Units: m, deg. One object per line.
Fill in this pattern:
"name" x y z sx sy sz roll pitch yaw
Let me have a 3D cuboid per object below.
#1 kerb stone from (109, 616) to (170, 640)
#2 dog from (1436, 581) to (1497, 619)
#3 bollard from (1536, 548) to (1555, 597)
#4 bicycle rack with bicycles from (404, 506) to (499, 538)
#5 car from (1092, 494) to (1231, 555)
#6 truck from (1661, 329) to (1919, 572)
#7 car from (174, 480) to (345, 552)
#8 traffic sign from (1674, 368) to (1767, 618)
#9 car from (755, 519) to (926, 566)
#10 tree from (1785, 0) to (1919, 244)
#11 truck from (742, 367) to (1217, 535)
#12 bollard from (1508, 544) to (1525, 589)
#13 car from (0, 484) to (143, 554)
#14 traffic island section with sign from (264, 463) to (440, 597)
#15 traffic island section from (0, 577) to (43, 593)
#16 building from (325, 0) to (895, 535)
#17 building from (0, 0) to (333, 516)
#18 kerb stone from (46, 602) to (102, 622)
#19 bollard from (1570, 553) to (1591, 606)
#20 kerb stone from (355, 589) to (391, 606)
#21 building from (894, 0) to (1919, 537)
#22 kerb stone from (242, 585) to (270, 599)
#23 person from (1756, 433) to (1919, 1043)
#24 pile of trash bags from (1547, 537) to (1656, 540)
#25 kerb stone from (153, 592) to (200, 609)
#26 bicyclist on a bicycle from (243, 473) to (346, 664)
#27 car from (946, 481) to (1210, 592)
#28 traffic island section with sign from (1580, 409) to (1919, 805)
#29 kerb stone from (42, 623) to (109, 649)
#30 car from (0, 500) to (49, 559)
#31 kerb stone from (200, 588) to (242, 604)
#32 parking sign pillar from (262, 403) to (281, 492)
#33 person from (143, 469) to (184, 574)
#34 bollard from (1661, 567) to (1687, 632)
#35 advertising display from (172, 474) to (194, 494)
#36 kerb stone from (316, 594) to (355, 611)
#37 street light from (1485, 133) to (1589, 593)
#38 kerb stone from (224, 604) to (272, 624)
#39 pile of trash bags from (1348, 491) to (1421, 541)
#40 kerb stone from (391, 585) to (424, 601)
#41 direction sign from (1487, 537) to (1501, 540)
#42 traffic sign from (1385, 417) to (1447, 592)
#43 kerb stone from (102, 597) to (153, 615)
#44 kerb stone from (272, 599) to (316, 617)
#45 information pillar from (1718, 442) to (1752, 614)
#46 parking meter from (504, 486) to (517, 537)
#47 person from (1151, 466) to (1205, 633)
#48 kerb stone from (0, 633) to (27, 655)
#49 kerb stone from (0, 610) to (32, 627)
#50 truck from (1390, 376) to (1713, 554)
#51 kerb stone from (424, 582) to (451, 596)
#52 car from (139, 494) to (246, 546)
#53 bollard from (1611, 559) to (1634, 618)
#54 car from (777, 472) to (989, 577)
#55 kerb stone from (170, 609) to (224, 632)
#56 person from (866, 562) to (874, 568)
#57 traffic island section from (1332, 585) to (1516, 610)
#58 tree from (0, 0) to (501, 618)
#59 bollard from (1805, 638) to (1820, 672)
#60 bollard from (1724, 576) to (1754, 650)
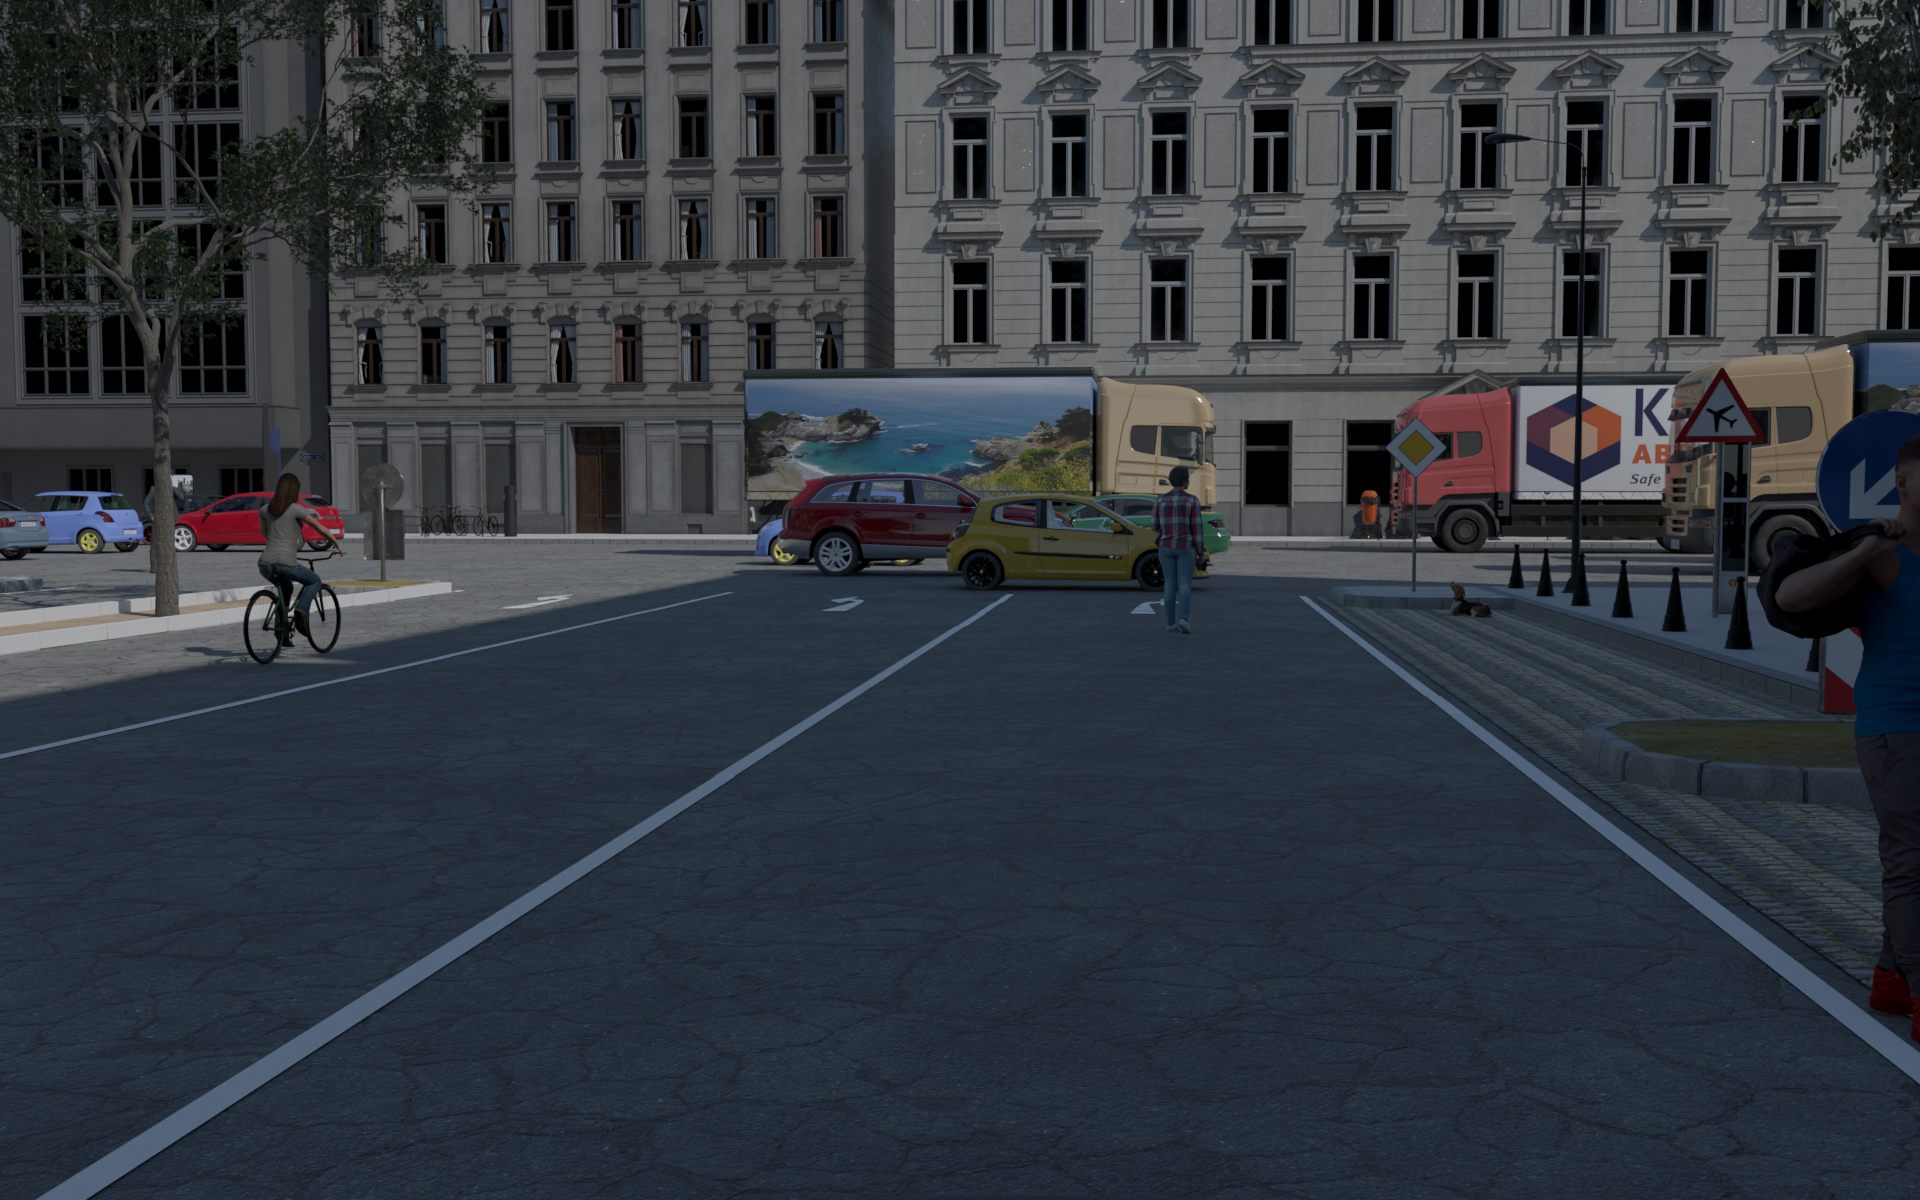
"kerb stone" -8.354 0.287 17.497 0.120 0.150 1.000 0 4 7
"dog" 5.886 0.006 20.101 0.550 0.427 0.748 0 4 -4
"bollard" 7.346 -0.347 21.722 0.229 0.601 0.229 0 3 0
"bicycle rack with bicycles" -15.601 -2.393 52.505 2.852 0.926 2.925 -3 4 -36
"car" 3.001 -1.424 35.082 4.920 1.459 2.131 0 4 5
"truck" 17.812 -2.544 30.511 11.283 4.237 2.839 0 4 7
"car" -17.690 -2.086 43.154 4.494 1.783 2.155 0 4 6
"traffic sign" 7.839 -1.095 17.905 0.884 2.594 0.081 1 4 12
"car" -2.311 -1.568 35.228 3.694 1.707 1.945 0 4 8
"tree" 9.017 -3.958 15.072 4.360 8.622 3.978 0 3 0
"truck" 0.832 -3.098 39.558 11.283 4.237 2.839 0 4 7
"bollard" 7.574 -0.460 23.564 0.229 0.601 0.229 0 3 0
"car" -21.958 -1.995 42.205 3.694 1.707 1.945 0 4 5
"traffic island section with sign" -8.524 -1.017 24.764 2.006 1.907 1.989 0 4 7
"traffic island section" -14.904 -0.184 25.293 2.009 0.180 2.903 0 4 7
"building" -11.070 -12.856 59.339 18.267 20.994 9.793 0 4 7
"building" -31.931 -16.495 63.196 24.014 27.812 14.314 0 4 7
"kerb stone" -10.193 0.147 19.786 0.120 0.150 1.000 0 4 7
"bollard" 7.129 -0.234 19.869 0.229 0.601 0.229 0 3 0
"kerb stone" -7.742 -0.019 22.596 0.120 0.150 1.000 0 4 7
"building" 20.215 -17.218 57.922 44.131 29.872 17.030 0 4 7
"kerb stone" -9.703 -0.102 23.862 0.120 0.150 1.000 0 4 7
"person" 2.518 0.351 4.629 0.647 1.594 0.662 -2 4 -24
"pile of trash bags" 17.660 -2.368 48.465 3.447 1.369 1.912 -1 4 -9
"kerb stone" -9.946 0.023 21.821 0.120 0.150 1.000 0 4 7
"bicyclist on a bicycle" -5.795 -0.307 15.043 1.499 1.676 1.625 0 4 8
"car" 1.790 -0.982 26.285 3.980 1.641 2.015 0 4 7
"traffic island section with sign" 4.320 -0.014 8.858 1.989 1.847 2.006 0 4 7
"kerb stone" -8.481 0.350 16.479 0.120 0.150 1.000 0 4 7
"car" -22.211 -1.566 37.607 4.499 1.417 2.014 0 4 7
"kerb stone" -9.822 -0.039 22.841 0.120 0.150 1.000 0 4 7
"parking sign pillar" -20.604 -3.874 51.806 1.447 3.967 1.447 -2 4 -23
"person" -14.472 -1.447 31.526 0.474 1.900 0.648 3 5 43
"bollard" 6.686 -0.009 16.193 0.229 0.601 0.229 0 3 0
"advertising display" -24.842 -3.059 55.233 0.123 1.923 0.974 1 4 21
"kerb stone" -7.867 0.038 21.579 0.120 0.150 1.000 0 4 7
"street light" 7.459 -3.050 22.405 1.470 5.913 1.316 0 4 7
"kerb stone" -8.108 0.163 19.532 0.120 0.150 1.000 0 4 7
"pile of trash bags" 11.951 -2.411 49.169 1.912 1.369 3.447 2 4 25
"kerb stone" -7.613 -0.087 23.620 0.120 0.150 1.000 0 4 7
"direction sign" 14.823 -3.423 47.970 0.876 3.537 0.379 -1 4 -13
"traffic sign" 5.962 -1.166 22.708 0.795 2.450 0.064 0 4 7
"kerb stone" -10.071 0.085 20.804 0.120 0.150 1.000 0 4 7
"kerb stone" -7.975 0.101 20.559 0.120 0.150 1.000 0 4 7
"information pillar" 8.291 -0.862 18.583 0.304 2.012 0.304 1 4 17
"parking meter" -13.500 -2.666 51.994 0.372 1.533 0.369 0 3 0
"person" 2.252 -0.529 17.995 0.563 1.720 0.643 2 4 27
"kerb stone" -8.596 0.412 15.460 0.120 0.150 1.000 0 4 7
"kerb stone" -10.309 0.211 18.767 0.120 0.150 1.000 0 4 7
"truck" 15.722 -3.271 42.391 11.283 4.237 2.839 0 4 7
"kerb stone" -7.500 -0.150 24.642 0.120 0.150 1.000 0 4 7
"car" -21.072 -2.388 48.822 4.222 1.686 2.009 0 4 8
"bollard" 6.902 -0.121 18.027 0.229 0.601 0.229 0 3 0
"car" -0.576 -1.353 30.799 5.304 1.827 2.281 0 4 5
"kerb stone" -8.229 0.229 18.514 0.120 0.150 1.000 0 4 7
"person" -2.033 -1.330 33.438 0.799 1.438 0.628 -2 4 -32
"traffic island section" 5.987 -0.031 22.783 2.009 0.180 2.903 0 4 7
"tree" -9.102 -5.088 20.054 8.767 10.594 7.601 0 4 7
"bollard" 6.245 0.215 12.523 0.229 0.601 0.229 0 3 0
"bollard" 6.465 0.103 14.357 0.229 0.601 0.229 0 3 0
